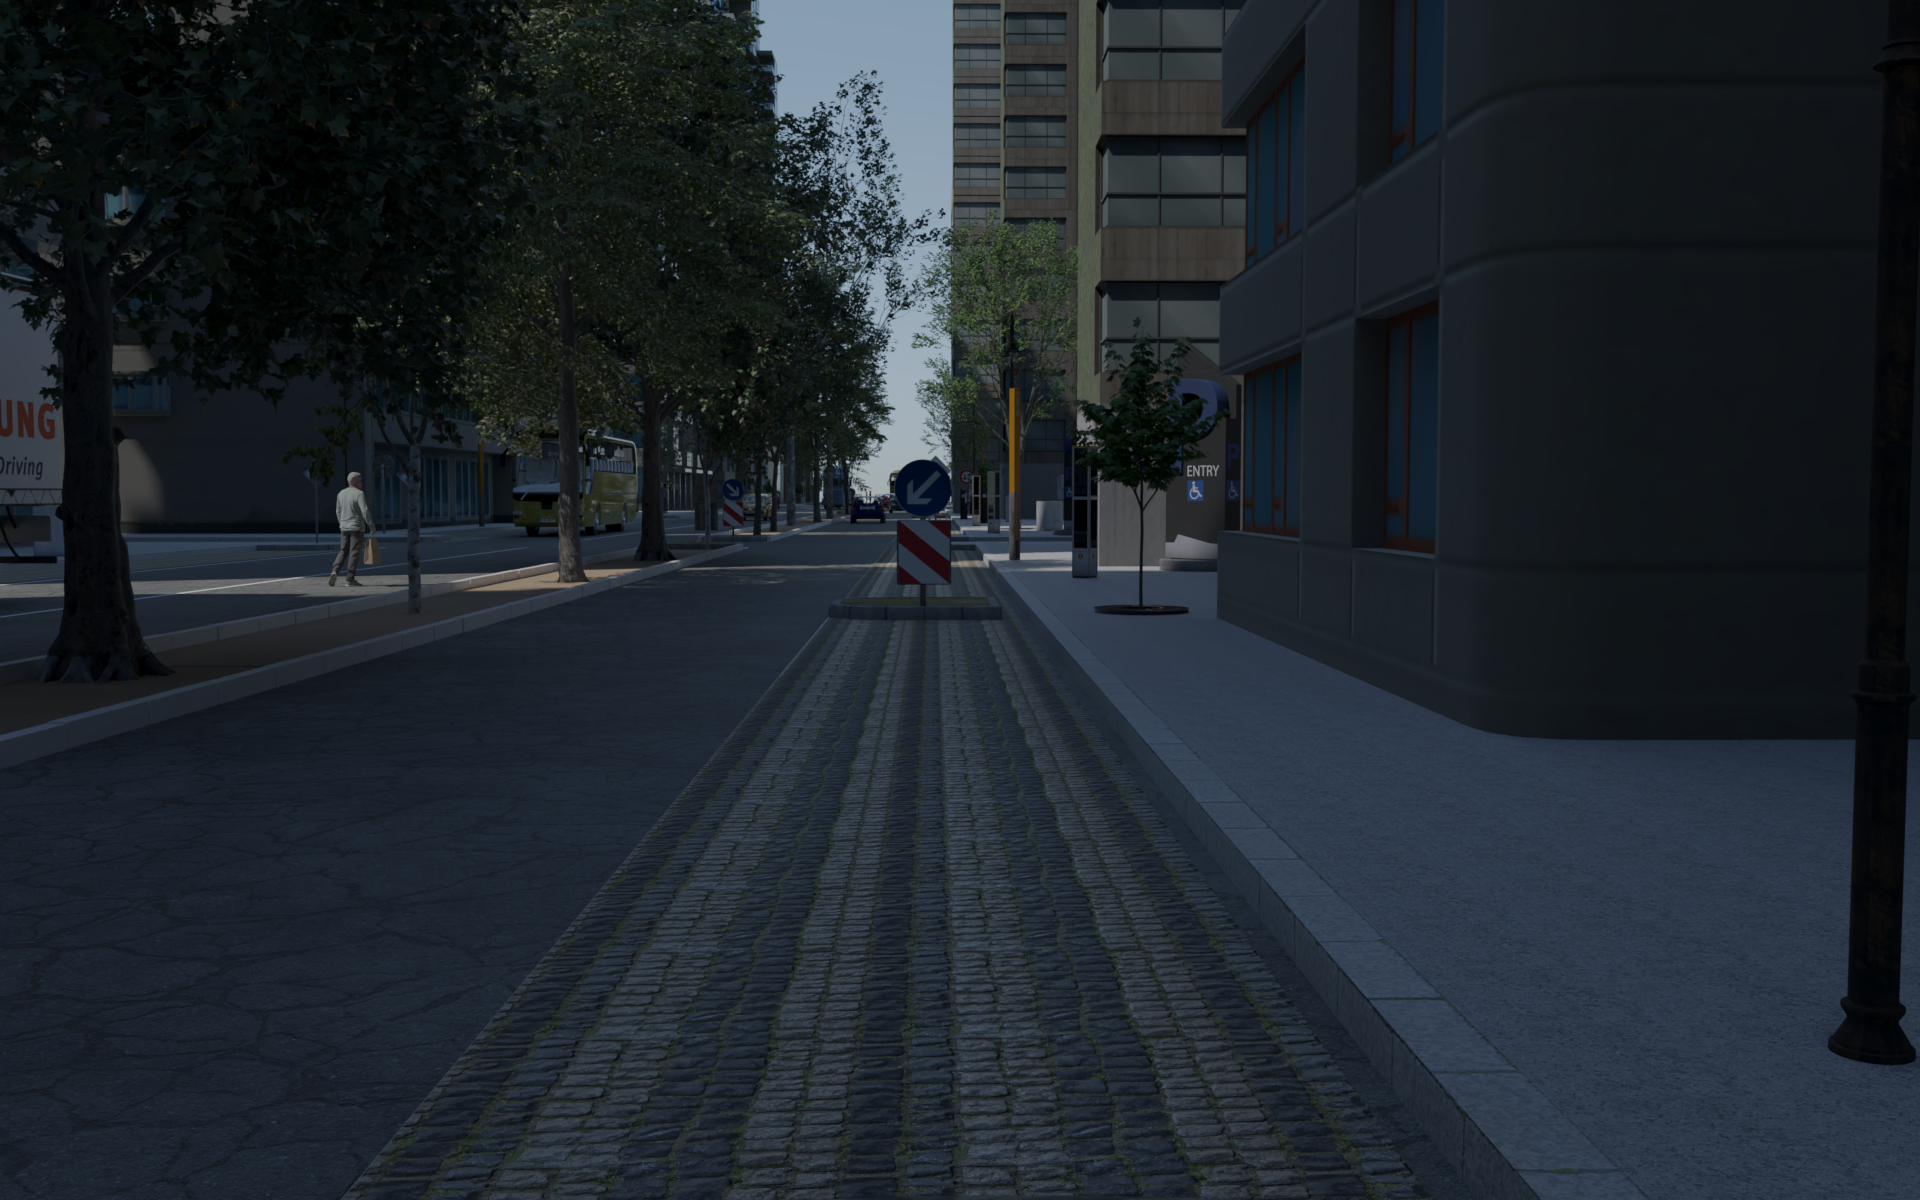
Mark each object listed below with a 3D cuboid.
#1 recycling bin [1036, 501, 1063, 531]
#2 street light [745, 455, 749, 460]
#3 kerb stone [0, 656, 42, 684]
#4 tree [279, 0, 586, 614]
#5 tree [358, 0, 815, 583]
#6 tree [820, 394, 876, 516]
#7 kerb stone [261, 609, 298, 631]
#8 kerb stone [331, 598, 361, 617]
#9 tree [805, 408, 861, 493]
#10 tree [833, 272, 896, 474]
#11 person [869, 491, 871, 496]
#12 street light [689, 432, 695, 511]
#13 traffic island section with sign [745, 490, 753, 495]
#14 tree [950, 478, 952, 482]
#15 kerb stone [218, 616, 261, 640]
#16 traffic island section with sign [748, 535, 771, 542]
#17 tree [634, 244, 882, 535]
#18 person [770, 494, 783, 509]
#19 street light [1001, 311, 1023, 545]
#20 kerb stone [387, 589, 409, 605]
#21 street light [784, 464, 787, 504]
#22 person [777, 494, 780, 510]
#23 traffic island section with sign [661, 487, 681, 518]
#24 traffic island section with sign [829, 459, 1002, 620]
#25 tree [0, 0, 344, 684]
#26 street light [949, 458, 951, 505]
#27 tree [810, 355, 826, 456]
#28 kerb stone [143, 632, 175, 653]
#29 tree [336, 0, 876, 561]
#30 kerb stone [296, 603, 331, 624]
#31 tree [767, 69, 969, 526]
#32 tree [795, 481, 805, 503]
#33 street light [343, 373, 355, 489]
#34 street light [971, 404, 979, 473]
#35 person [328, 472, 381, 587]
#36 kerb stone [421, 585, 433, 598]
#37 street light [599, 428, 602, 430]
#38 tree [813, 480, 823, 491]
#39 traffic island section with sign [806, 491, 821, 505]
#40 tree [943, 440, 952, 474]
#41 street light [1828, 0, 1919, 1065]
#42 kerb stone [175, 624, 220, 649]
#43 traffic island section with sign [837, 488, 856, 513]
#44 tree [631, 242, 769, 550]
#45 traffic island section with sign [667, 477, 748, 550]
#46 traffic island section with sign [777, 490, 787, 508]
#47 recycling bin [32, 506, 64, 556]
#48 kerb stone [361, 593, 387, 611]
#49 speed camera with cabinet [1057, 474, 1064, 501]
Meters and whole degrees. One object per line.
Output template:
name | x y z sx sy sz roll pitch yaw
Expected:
recycling bin | 3.144 -2.944 60.681 0.722 1.027 0.722 -2 4 -24
street light | -20.763 -12.036 169.573 0.468 5.910 1.993 0 4 -1
kerb stone | -7.235 0.546 13.304 0.120 0.150 1.000 0 4 -1
tree | -6.544 -4.148 20.632 4.737 8.622 4.395 0 3 0
tree | -6.180 -6.524 27.248 7.486 12.596 7.792 0 3 0
tree | -8.060 -10.622 126.491 4.360 8.622 3.978 0 3 0
kerb stone | -7.320 0.233 18.424 0.120 0.150 1.000 0 4 -1
kerb stone | -7.346 0.105 20.484 0.120 0.150 1.000 0 4 -1
tree | -8.011 -9.454 107.389 4.737 8.622 4.395 0 3 0
tree | -7.108 -10.162 86.737 7.486 12.596 7.792 0 3 0
person | -11.354 -12.958 220.000 0.705 1.869 1.348 1 4 9
street light | -20.044 -9.587 129.542 0.468 5.910 1.993 0 4 -1
traffic island section with sign | -18.452 -8.745 151.610 1.989 1.847 2.006 0 4 -1
tree | -0.619 -10.594 167.814 1.663 3.219 1.824 0 3 0
kerb stone | -7.298 0.294 17.393 0.120 0.150 1.000 0 4 -1
traffic island section with sign | -6.833 -2.728 52.736 2.006 1.907 1.989 0 4 -1
tree | -7.109 -7.845 65.137 8.767 10.594 7.601 0 4 -1
person | -17.848 -9.732 167.627 1.348 1.824 0.705 -1 4 -10
street light | 1.308 -4.345 43.827 0.468 5.910 1.993 0 4 -1
kerb stone | -7.388 -0.015 22.533 0.120 0.150 1.000 0 4 -1
street light | -21.441 -14.725 213.534 0.468 5.910 1.993 0 4 -1
person | -16.433 -8.902 154.993 0.756 1.711 0.436 1 4 19
traffic island section with sign | -17.655 -5.758 102.771 1.989 1.847 2.006 0 4 -1
traffic island section with sign | -0.536 -0.725 20.484 1.989 1.847 2.006 0 4 -1
tree | -6.707 -5.721 13.003 9.611 12.733 9.660 0 3 0
street light | -1.204 -14.162 204.329 0.468 5.910 1.993 0 4 -1
tree | -7.944 -11.679 119.170 9.928 11.665 9.643 0 3 0
kerb stone | -7.265 0.419 15.348 0.120 0.150 1.000 0 4 -1
tree | -6.598 -7.174 36.761 9.611 12.733 9.660 0 3 0
kerb stone | -7.332 0.168 19.456 0.120 0.150 1.000 0 4 -1
tree | -6.351 -13.336 76.387 12.611 20.169 13.585 0 3 0
tree | -21.978 -14.899 238.203 1.663 3.219 1.824 0 3 0
street light | -18.886 -4.920 53.238 0.468 5.910 1.993 0 4 -1
street light | 0.712 -7.037 87.841 0.468 5.910 1.993 0 4 -1
person | -9.344 -1.087 26.753 0.782 1.767 0.515 2 4 24
kerb stone | -7.406 -0.083 23.555 0.120 0.150 1.000 0 4 -1
street light | -19.536 -7.369 93.270 0.468 5.910 1.993 0 4 -1
tree | -23.709 -18.403 284.595 4.285 4.588 4.351 0 3 0
traffic island section with sign | -19.810 -13.853 235.116 1.989 1.847 2.006 0 4 -1
tree | -0.113 -16.252 216.086 4.360 8.622 3.978 0 3 0
street light | 2.093 -1.897 3.798 0.468 5.910 1.993 0 4 -1
kerb stone | -7.286 0.361 16.371 0.120 0.150 1.000 0 4 -1
traffic island section with sign | -8.069 -7.323 127.865 2.006 1.907 1.989 0 4 -1
tree | -6.451 -5.574 43.961 4.360 8.622 3.978 0 3 0
traffic island section with sign | -6.722 -2.275 45.330 2.006 1.907 1.989 0 4 -1
traffic island section with sign | -18.902 -10.462 179.679 1.989 1.847 2.006 0 4 -1
recycling bin | -18.738 -1.427 35.885 0.722 1.027 0.722 -1 4 -17
kerb stone | -7.369 0.044 21.507 0.120 0.150 1.000 0 4 -1
speed camera with cabinet | 5.723 -5.422 82.987 2.038 3.252 0.660 1 4 16
